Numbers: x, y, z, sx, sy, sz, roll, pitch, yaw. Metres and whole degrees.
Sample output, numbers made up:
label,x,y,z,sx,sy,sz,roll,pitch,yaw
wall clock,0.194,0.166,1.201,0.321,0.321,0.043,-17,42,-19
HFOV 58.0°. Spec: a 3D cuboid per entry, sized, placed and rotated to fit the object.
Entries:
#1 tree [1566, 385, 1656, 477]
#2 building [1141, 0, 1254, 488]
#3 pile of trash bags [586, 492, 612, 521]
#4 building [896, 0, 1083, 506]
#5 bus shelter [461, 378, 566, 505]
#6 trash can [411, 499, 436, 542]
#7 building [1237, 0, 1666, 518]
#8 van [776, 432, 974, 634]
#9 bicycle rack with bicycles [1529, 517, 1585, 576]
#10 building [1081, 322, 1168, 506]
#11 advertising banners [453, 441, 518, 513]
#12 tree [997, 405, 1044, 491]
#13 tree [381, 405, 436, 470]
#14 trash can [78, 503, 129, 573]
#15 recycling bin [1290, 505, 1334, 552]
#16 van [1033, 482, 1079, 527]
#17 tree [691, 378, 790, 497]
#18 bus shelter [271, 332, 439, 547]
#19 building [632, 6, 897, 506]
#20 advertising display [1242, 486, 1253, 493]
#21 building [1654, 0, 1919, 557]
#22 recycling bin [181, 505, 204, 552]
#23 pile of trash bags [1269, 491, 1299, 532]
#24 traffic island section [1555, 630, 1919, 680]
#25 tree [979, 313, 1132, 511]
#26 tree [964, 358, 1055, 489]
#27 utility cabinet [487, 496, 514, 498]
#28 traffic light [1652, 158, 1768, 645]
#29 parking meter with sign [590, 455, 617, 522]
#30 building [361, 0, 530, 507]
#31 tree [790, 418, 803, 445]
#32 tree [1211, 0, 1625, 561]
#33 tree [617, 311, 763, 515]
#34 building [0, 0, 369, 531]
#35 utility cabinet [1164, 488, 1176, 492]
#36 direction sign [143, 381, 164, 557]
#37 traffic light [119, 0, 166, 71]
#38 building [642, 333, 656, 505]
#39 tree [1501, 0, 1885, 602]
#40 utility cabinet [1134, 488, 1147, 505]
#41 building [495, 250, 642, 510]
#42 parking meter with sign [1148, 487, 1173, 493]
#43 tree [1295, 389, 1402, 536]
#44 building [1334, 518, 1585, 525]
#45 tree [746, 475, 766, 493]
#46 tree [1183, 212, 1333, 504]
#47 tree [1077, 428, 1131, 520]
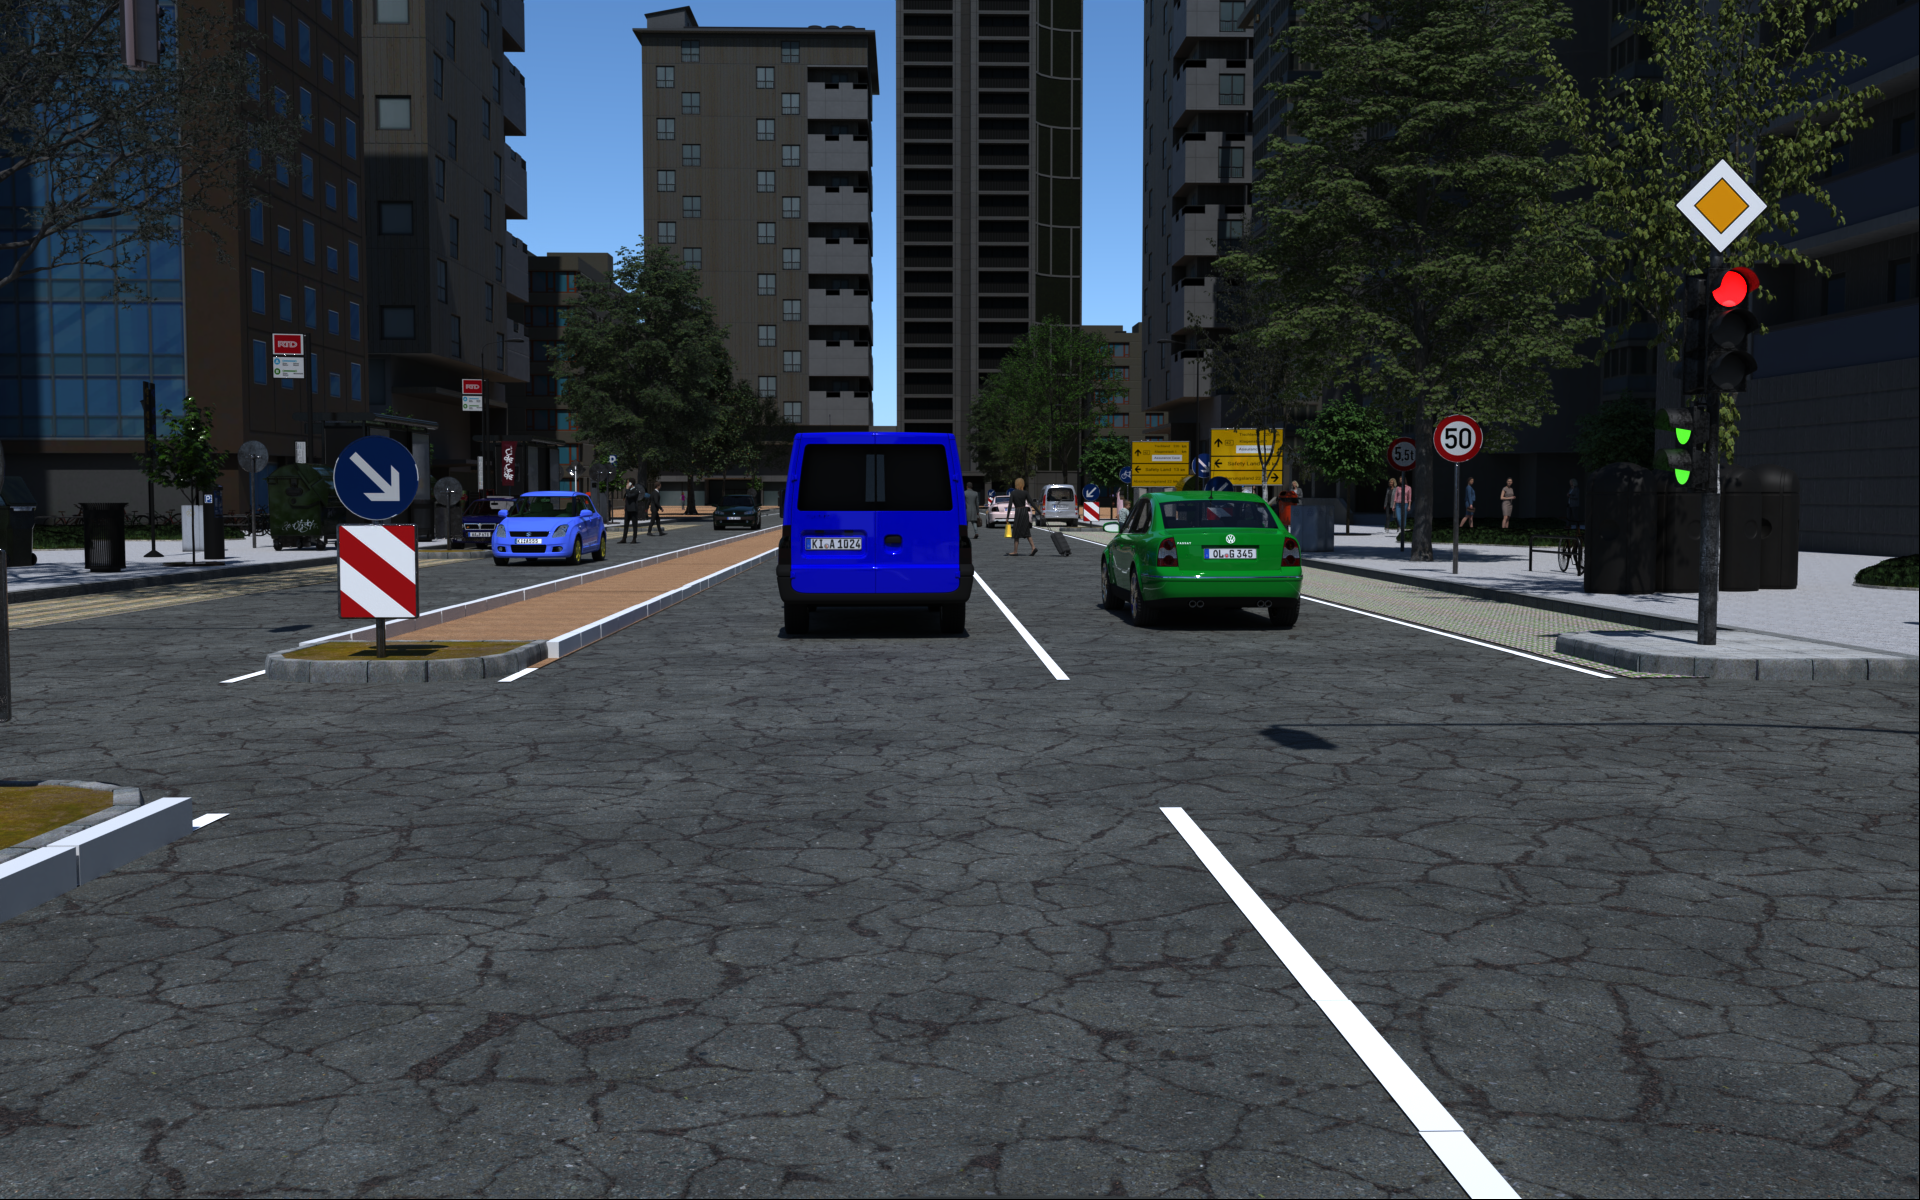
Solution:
label,x,y,z,sx,sy,sz,roll,pitch,yaw
tree,20.105,-4.216,52.653,4.285,4.588,4.351,0,3,0
building,29.998,-33.762,141.242,28.713,52.752,27.495,0,4,-2
pile of trash bags,-17.294,-4.364,81.102,1.912,1.369,3.447,-1,4,-11
building,3.255,-46.167,193.075,20.611,71.187,20.563,0,4,-2
bus shelter,-16.272,-5.214,62.879,2.179,5.291,8.768,0,4,-2
trash can,-14.426,-2.132,46.517,0.748,1.137,0.748,0,3,0
building,32.797,-25.907,115.458,32.217,40.220,23.993,0,4,-2
van,-0.973,-0.920,19.426,2.240,2.365,5.245,0,4,-3
bicycle rack with bicycles,10.581,-0.906,28.201,2.852,0.926,2.925,0,4,-5
building,28.195,-21.705,199.912,28.899,21.520,27.650,0,4,-2
advertising banners,-15.467,-3.687,56.463,2.074,3.025,0.090,-1,4,-15
tree,4.753,-11.518,138.683,4.737,8.622,4.395,0,3,0
tree,-21.077,-4.929,64.304,4.285,4.588,4.351,0,3,0
trash can,-14.057,-1.028,28.459,0.748,1.137,0.748,0,3,0
recycling bin,7.854,-1.594,38.611,0.722,1.027,0.722,-3,5,-44
van,4.259,-4.253,76.544,2.013,2.044,4.112,0,4,-2
tree,-17.835,-11.963,130.011,8.767,10.594,7.601,-1,4,-13
bus shelter,-16.073,-4.171,45.833,2.179,5.291,8.768,0,4,-2
building,-20.911,-37.175,197.051,27.495,52.752,28.713,0,4,-2
advertising display,10.302,-3.586,63.849,0.974,1.923,0.123,0,4,8
building,32.970,-30.258,36.719,28.212,58.520,21.231,0,4,-2
recycling bin,-17.100,-1.614,38.945,0.722,1.027,0.722,-2,4,-24
pile of trash bags,8.314,-2.317,47.628,1.912,1.369,3.447,-1,4,-20
traffic island section,6.390,0.459,14.770,2.009,0.180,2.903,0,4,-2
tree,5.990,-10.693,100.587,9.928,11.665,9.643,0,3,0
tree,4.608,-15.732,163.872,9.857,13.997,8.962,0,3,0
utility cabinet,-14.744,-2.719,55.610,1.020,1.237,0.306,3,4,38
traffic light,6.349,-1.574,14.654,0.839,4.253,0.868,0,4,-2
parking meter with sign,-16.129,-4.961,77.372,1.738,3.016,0.543,2,4,35
building,-41.448,-31.368,102.101,28.713,52.752,27.495,0,4,-2
tree,-18.052,-13.200,150.227,8.767,10.594,7.601,-1,4,-17
tree,8.676,-7.040,33.238,7.486,12.596,7.792,0,3,0
tree,-16.636,-11.566,106.109,9.611,12.733,9.660,0,3,0
building,-31.955,-25.420,65.729,14.600,45.320,14.200,0,4,-2
utility cabinet,7.391,-3.198,60.972,0.318,1.500,1.173,1,4,13
direction sign,-16.442,-2.643,35.217,0.379,3.537,0.876,-1,4,-12
traffic light,-9.015,-2.419,14.211,4.771,5.953,1.251,0,4,-2
building,-49.488,-21.517,196.841,28.899,21.520,27.650,0,4,-2
tree,8.742,-4.286,20.443,4.737,8.622,4.395,0,3,0
utility cabinet,6.707,-3.408,64.401,0.318,1.500,1.173,0,4,-3
building,-42.596,-18.017,139.612,28.899,21.520,27.650,0,4,-2
parking meter with sign,9.274,-5.234,81.834,1.738,3.016,0.543,2,4,27
tree,12.150,-4.294,53.922,4.285,4.588,4.351,0,3,0
building,32.077,-23.630,78.228,32.217,40.220,23.993,0,4,-2
tree,-18.812,-10.026,158.523,1.663,3.219,1.824,0,3,0
tree,7.928,-5.789,45.009,4.360,8.622,3.978,0,3,0
tree,7.442,-6.228,85.535,4.285,4.588,4.351,0,3,0
